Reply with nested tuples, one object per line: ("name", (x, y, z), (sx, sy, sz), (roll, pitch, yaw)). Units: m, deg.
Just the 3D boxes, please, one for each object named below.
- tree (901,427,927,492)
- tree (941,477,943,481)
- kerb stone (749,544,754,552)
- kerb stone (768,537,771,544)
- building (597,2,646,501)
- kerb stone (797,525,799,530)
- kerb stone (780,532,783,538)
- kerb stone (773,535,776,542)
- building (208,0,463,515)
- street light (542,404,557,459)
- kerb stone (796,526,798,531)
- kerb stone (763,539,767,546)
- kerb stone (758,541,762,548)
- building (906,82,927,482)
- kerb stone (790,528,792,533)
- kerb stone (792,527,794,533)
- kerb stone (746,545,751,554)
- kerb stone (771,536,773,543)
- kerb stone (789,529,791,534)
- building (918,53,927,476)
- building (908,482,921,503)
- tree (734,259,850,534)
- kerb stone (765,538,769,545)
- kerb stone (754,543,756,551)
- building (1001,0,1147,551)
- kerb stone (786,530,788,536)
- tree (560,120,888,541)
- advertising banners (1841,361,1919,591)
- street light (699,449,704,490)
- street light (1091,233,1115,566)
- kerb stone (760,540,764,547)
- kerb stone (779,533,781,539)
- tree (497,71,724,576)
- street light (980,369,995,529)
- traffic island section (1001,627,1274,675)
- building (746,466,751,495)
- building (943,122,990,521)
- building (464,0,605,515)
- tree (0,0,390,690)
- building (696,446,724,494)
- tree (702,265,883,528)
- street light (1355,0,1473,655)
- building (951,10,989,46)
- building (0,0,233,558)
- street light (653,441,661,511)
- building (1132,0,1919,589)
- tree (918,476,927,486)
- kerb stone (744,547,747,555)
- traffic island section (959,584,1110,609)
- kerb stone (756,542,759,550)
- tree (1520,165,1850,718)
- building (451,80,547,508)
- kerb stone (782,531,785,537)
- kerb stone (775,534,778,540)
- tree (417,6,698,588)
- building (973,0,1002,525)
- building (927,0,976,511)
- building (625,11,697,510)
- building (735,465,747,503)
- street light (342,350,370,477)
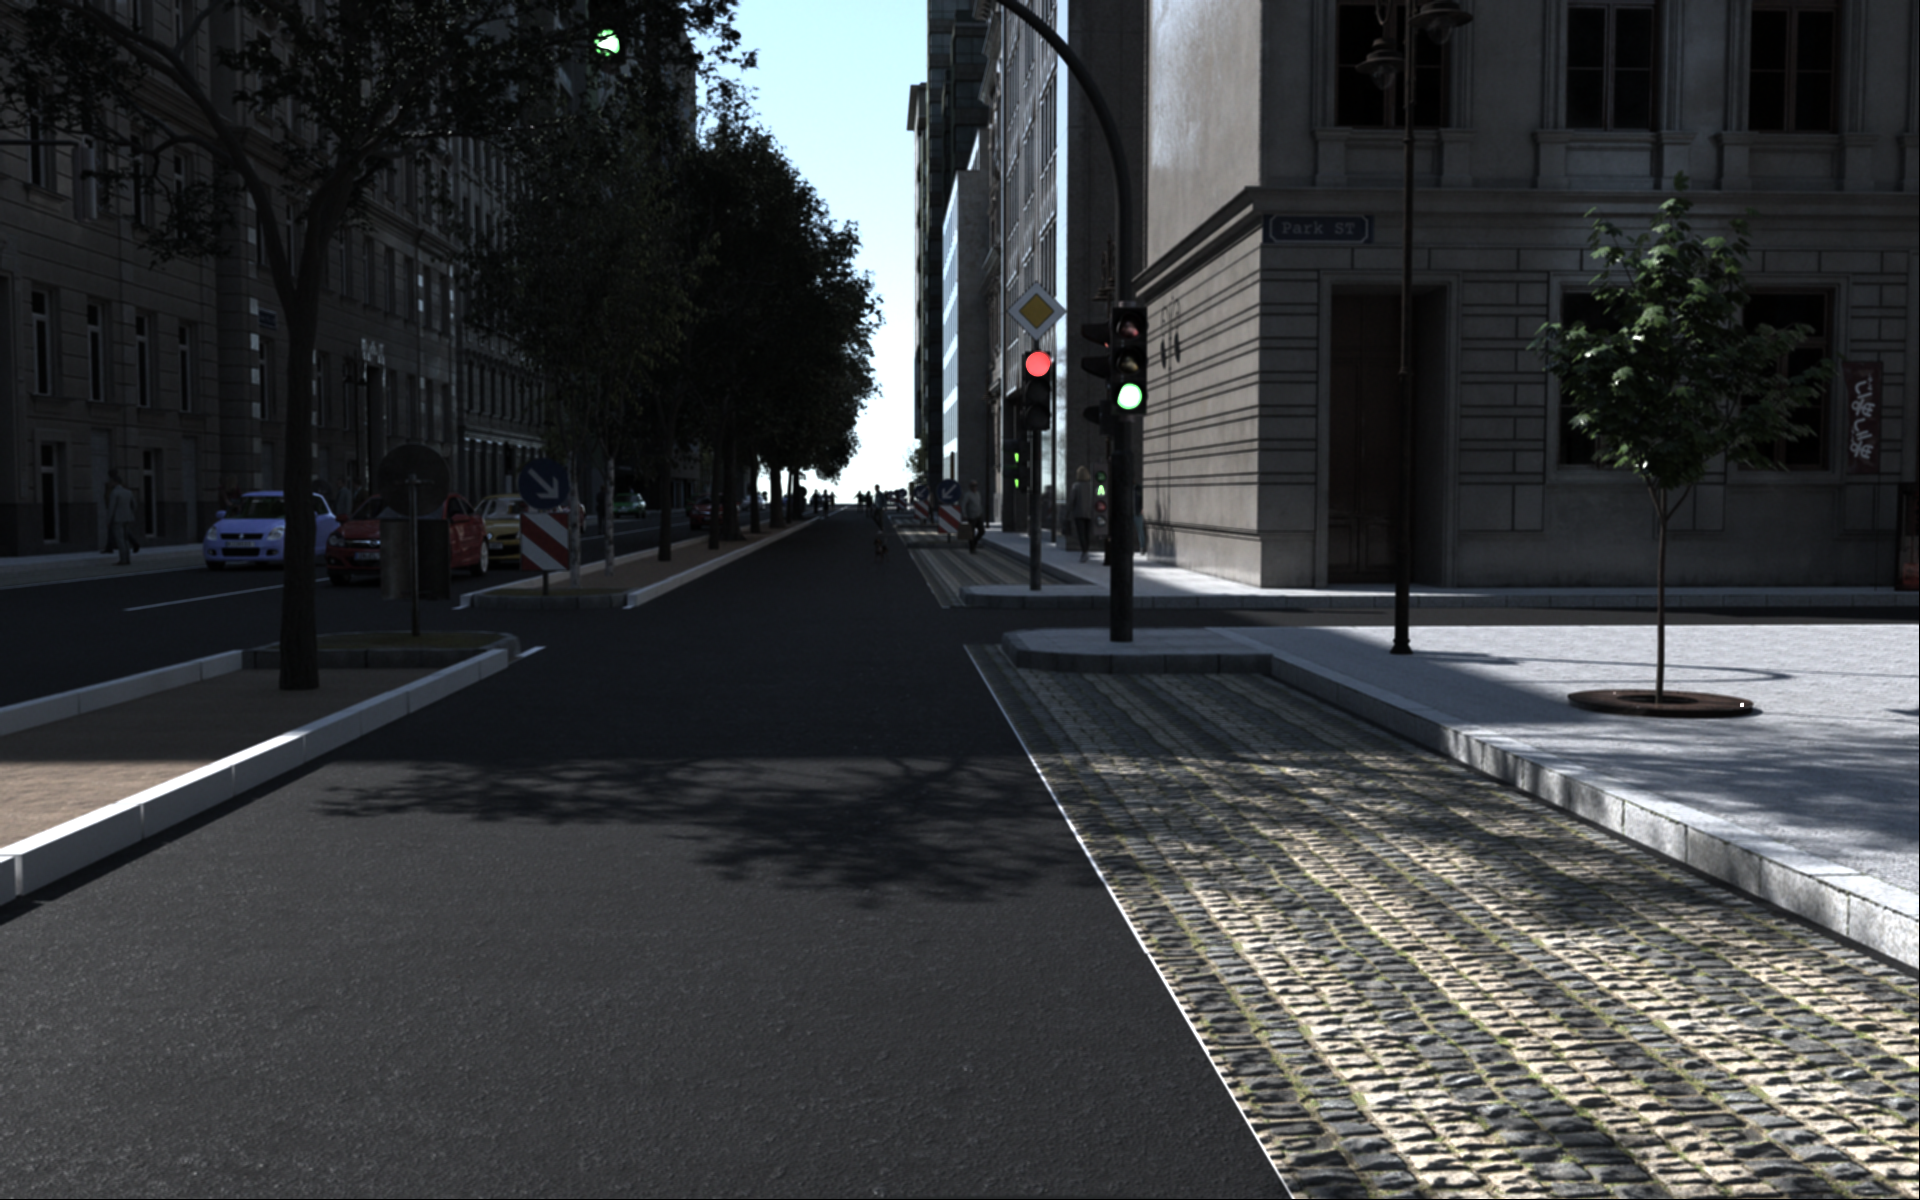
("tree", (-4.135, -14.418, 186.100), (4.737, 8.622, 4.395), (0, 3, 0))
("tree", (-0.154, -6.454, 100.131), (1.663, 3.219, 1.824), (0, 3, 0))
("kerb stone", (-5.163, -1.209, 42.030), (0.120, 0.150, 1.000), (0, 4, -3))
("kerb stone", (-5.521, -1.651, 49.190), (0.120, 0.150, 1.000), (0, 4, -3))
("building", (-37.419, -32.730, 124.370), (28.713, 52.752, 27.495), (0, 4, -3))
("kerb stone", (-6.376, -2.716, 66.609), (0.120, 0.150, 1.000), (0, 4, -3))
("kerb stone", (-5.818, -2.024, 55.328), (0.120, 0.150, 1.000), (0, 4, -3))
("kerb stone", (-5.616, -1.776, 51.235), (0.120, 0.150, 1.000), (0, 4, -3))
("building", (-25.666, -15.968, 58.348), (12.463, 27.353, 25.104), (0, 4, -3))
("street light", (-21.034, -7.099, 88.850), (0.468, 5.910, 1.993), (0, 4, -3))
("kerb stone", (-6.329, -2.654, 65.588), (0.120, 0.150, 1.000), (0, 4, -3))
("kerb stone", (-5.426, -1.526, 47.148), (0.120, 0.150, 1.000), (0, 4, -3))
("kerb stone", (-5.321, -1.394, 45.104), (0.120, 0.150, 1.000), (0, 4, -3))
("building", (7.858, -38.547, 219.490), (28.713, 52.752, 27.495), (0, 4, -3))
("kerb stone", (-6.127, -2.402, 61.490), (0.120, 0.150, 1.000), (0, 4, -3))
("kerb stone", (-6.172, -2.466, 62.516), (0.120, 0.150, 1.000), (0, 4, -3))
("kerb stone", (-5.108, -1.149, 40.995), (0.120, 0.150, 1.000), (0, 4, -3))
("kerb stone", (-5.578, -1.714, 50.214), (0.120, 0.150, 1.000), (0, 4, -3))
("kerb stone", (-6.073, -2.341, 60.467), (0.120, 0.150, 1.000), (0, 4, -3))
("building", (8.262, -32.954, 158.409), (23.786, 49.044, 30.456), (0, 4, -3))
("building", (8.794, -33.899, 246.124), (32.217, 40.220, 23.993), (0, 4, -3))
("tree", (-7.511, -8.205, 62.361), (9.928, 11.665, 9.643), (0, 3, 0))
("kerb stone", (-5.468, -1.589, 48.169), (0.120, 0.150, 1.000), (0, 4, -3))
("kerb stone", (-5.219, -1.273, 43.053), (0.120, 0.150, 1.000), (0, 4, -3))
("building", (7.888, -14.084, 48.297), (12.078, 24.808, 19.932), (0, 4, -3))
("kerb stone", (-5.974, -2.215, 58.414), (0.120, 0.150, 1.000), (0, 4, -3))
("tree", (-7.008, -8.136, 52.490), (9.611, 12.733, 9.660), (0, 3, 0))
("advertising banners", (12.620, -1.625, 22.759), (2.074, 3.025, 0.090), (0, 4, 6))
("street light", (-24.686, -11.779, 165.373), (0.468, 5.910, 1.993), (0, 4, -3))
("street light", (2.647, -3.553, 30.881), (0.468, 5.910, 1.993), (0, 4, -3))
("kerb stone", (-5.370, -1.461, 46.128), (0.120, 0.150, 1.000), (0, 4, -3))
("kerb stone", (-5.774, -1.964, 54.300), (0.120, 0.150, 1.000), (0, 4, -3))
("tree", (-6.120, -4.720, 29.985), (4.737, 8.622, 4.395), (0, 3, 0))
("street light", (1.019, -5.588, 64.151), (0.468, 5.910, 1.993), (0, 4, -3))
("traffic island section", (1.422, 0.437, 15.142), (2.009, 0.180, 2.903), (0, 4, -3))
("building", (-35.580, -35.467, 229.991), (14.600, 45.320, 14.200), (0, 4, -3))
("building", (4.648, -14.400, 90.198), (10.420, 20.320, 16.860), (0, 4, -3))
("building", (-29.630, -25.692, 103.651), (14.154, 41.232, 14.086), (0, 4, -3))
("tree", (-4.848, -4.596, 12.020), (8.767, 10.594, 7.601), (0, 4, -3))
("building", (-40.627, -21.396, 194.859), (27.650, 21.520, 28.899), (0, 4, -3))
("tree", (-7.663, -9.979, 72.268), (9.857, 13.997, 8.962), (0, 3, 0))
("street light", (3.547, -2.505, 13.741), (0.468, 5.910, 1.993), (0, 4, -3))
("building", (6.350, -20.561, 107.871), (14.160, 30.474, 14.107), (0, 4, -3))
("building", (-24.742, -14.434, 33.262), (12.463, 27.353, 25.104), (0, 4, -3))
("street light", (-23.077, -9.744, 132.102), (0.468, 5.910, 1.993), (0, 4, -3))
("building", (13.569, -11.749, 28.248), (21.152, 22.565, 11.583), (0, 4, -3))
("tree", (-3.503, -11.426, 181.410), (1.663, 3.219, 1.824), (0, 3, 0))
("kerb stone", (-5.067, -1.087, 39.969), (0.120, 0.150, 1.000), (0, 4, -3))
("traffic island section", (1.029, -0.051, 23.117), (2.009, 0.180, 2.903), (0, 4, -3))
("kerb stone", (-5.264, -1.338, 44.074), (0.120, 0.150, 1.000), (0, 4, -3))
("tree", (4.327, -0.958, 10.262), (1.663, 3.219, 1.824), (0, 3, 0))
("building", (-25.696, -14.138, 80.302), (9.793, 20.994, 18.267), (0, 4, -3))
("kerb stone", (-5.874, -2.089, 56.354), (0.120, 0.150, 1.000), (0, 4, -3))
("kerb stone", (-5.669, -1.834, 52.256), (0.120, 0.150, 1.000), (0, 4, -3))
("tree", (-5.709, -4.437, 25.360), (4.360, 8.622, 3.978), (0, 3, 0))
("building", (8.036, -17.280, 69.919), (14.401, 28.519, 23.554), (0, 4, -3))
("building", (4.369, -27.648, 135.631), (14.154, 41.232, 14.086), (0, 4, -3))
("building", (-31.879, -31.179, 159.892), (14.600, 45.320, 14.200), (0, 4, -3))
("building", (-34.244, -32.566, 216.048), (14.154, 41.232, 14.086), (0, 4, -3))
("street light", (-19.342, -5.064, 55.583), (0.468, 5.910, 1.993), (0, 4, -3))
